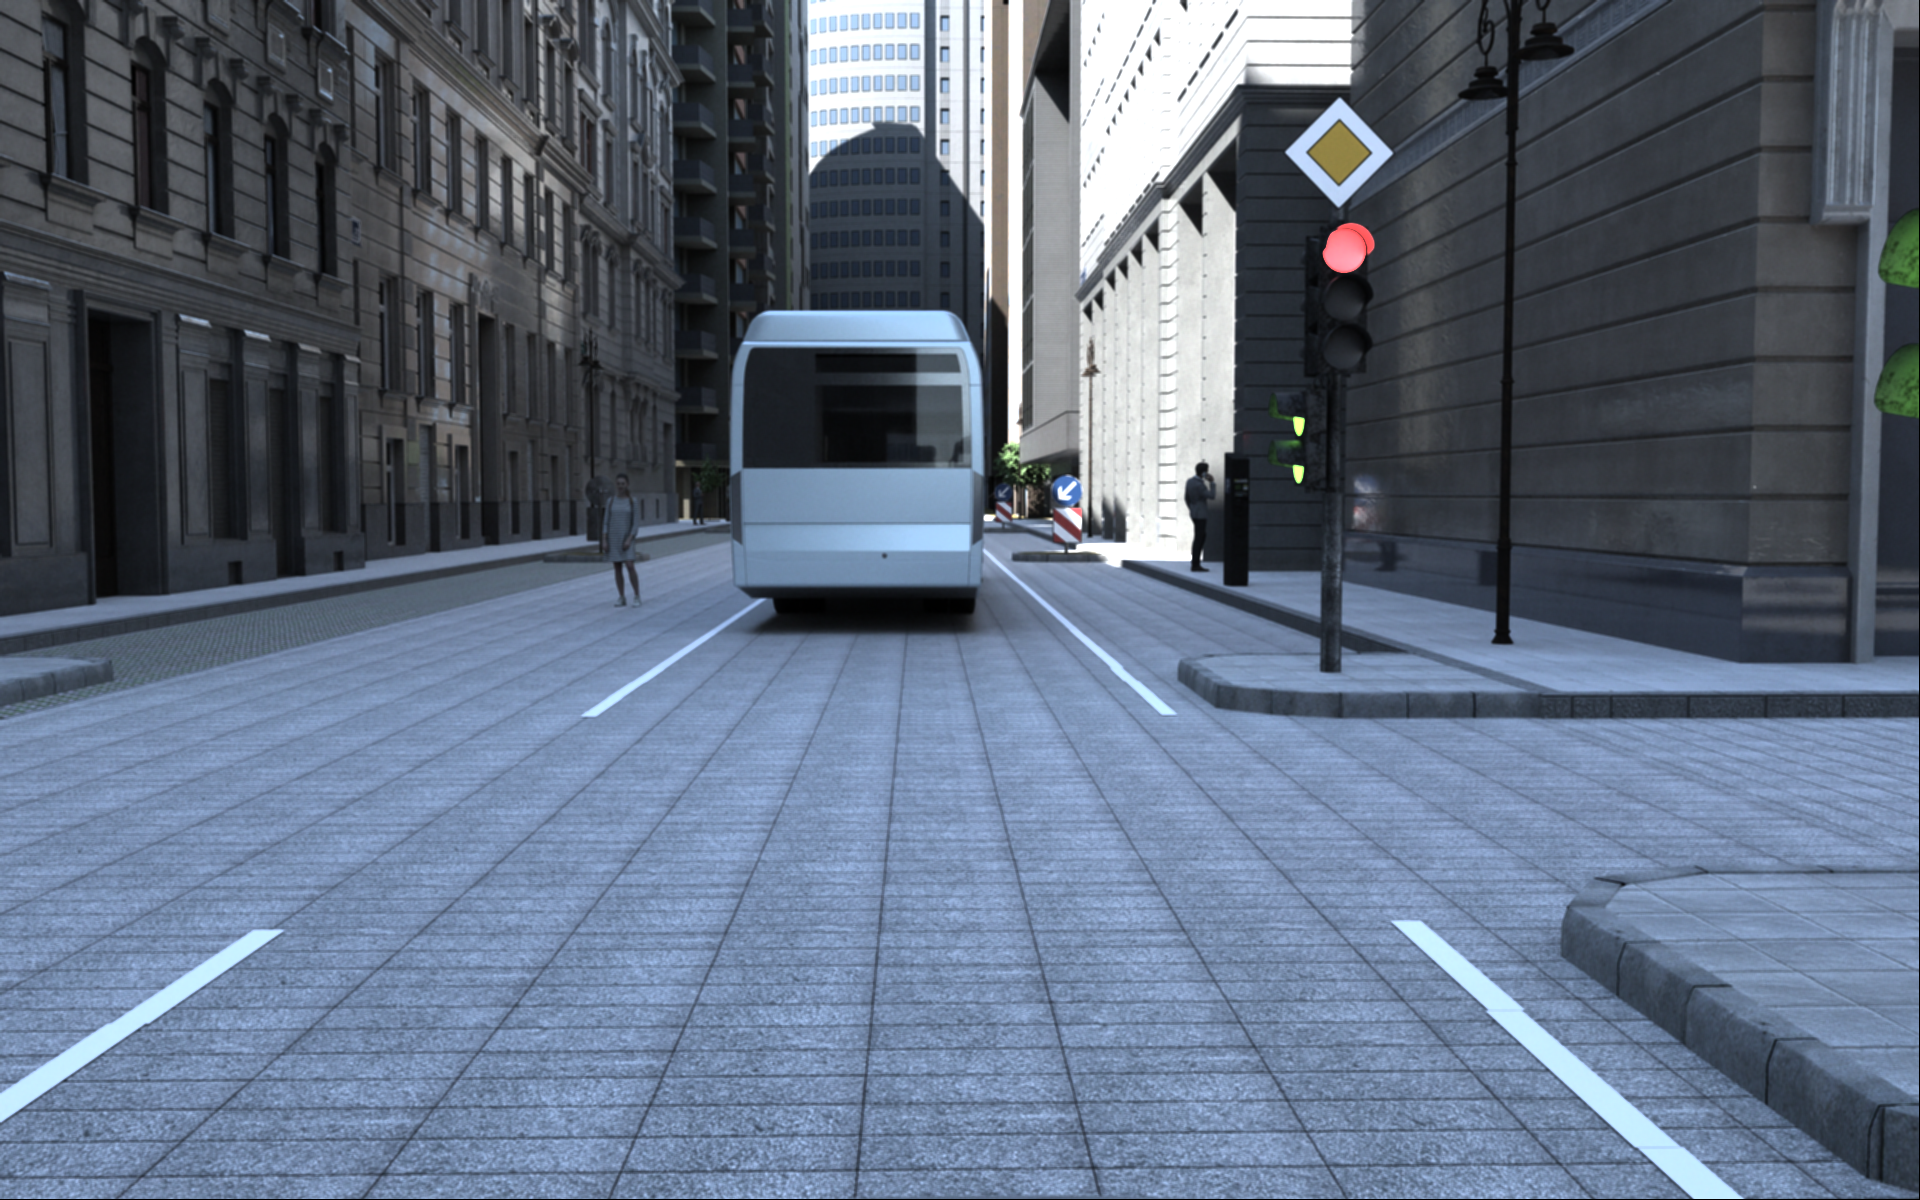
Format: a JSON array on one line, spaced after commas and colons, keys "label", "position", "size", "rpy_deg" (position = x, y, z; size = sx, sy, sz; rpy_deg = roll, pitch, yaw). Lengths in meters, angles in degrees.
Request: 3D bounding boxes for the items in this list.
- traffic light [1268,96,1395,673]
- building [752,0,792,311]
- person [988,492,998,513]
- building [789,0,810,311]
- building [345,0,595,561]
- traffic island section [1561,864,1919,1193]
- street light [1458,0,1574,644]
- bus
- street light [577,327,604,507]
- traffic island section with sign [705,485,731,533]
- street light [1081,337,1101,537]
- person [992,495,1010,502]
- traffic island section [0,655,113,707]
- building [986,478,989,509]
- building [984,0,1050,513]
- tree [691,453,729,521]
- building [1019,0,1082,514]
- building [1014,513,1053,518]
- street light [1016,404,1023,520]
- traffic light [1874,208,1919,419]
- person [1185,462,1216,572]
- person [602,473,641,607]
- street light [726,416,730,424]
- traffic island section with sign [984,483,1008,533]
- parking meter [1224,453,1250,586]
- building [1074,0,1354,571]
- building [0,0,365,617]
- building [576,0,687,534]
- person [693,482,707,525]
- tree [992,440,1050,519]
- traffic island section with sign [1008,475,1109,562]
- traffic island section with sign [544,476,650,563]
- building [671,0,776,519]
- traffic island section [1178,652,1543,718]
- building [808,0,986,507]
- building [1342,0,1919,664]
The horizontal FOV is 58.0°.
[{"label": "traffic light", "position": [2.658, -1.436, 12.400], "size": [0.839, 4.253, 0.868], "rpy_deg": [0, 4, -1]}, {"label": "building", "position": [-19.534, -26.883, 123.136], "size": [14.154, 41.232, 14.086], "rpy_deg": [0, 4, -1]}, {"label": "person", "position": [2.447, -6.854, 118.812], "size": [1.217, 1.736, 0.721], "rpy_deg": [2, 4, 30]}, {"label": "building", "position": [-26.696, -34.172, 147.944], "size": [27.495, 52.752, 28.713], "rpy_deg": [0, 4, -1]}, {"label": "building", "position": [-17.197, -14.950, 41.691], "size": [12.463, 27.353, 25.104], "rpy_deg": [0, 4, -1]}, {"label": "traffic island section", "position": [2.884, 1.086, 4.532], "size": [2.009, 0.180, 2.903], "rpy_deg": [0, 4, -1]}, {"label": "street light", "position": [4.656, -2.563, 14.691], "size": [0.468, 5.910, 1.993], "rpy_deg": [0, 4, -1]}, {"label": "bus", "position": [-1.019, -1.784, 24.025], "size": [2.948, 3.499, 13.247], "rpy_deg": [0, 4, 0]}, {"label": "street light", "position": [-10.222, -4.607, 48.105], "size": [0.468, 5.910, 1.993], "rpy_deg": [0, 4, -1]}, {"label": "traffic island section with sign", "position": [-8.309, -3.380, 63.887], "size": [1.989, 1.847, 2.006], "rpy_deg": [0, 4, -1]}, {"label": "street light", "position": [3.847, -4.790, 51.099], "size": [0.468, 5.910, 1.993], "rpy_deg": [0, 4, -1]}, {"label": "person", "position": [2.694, -6.586, 114.447], "size": [1.217, 1.735, 0.721], "rpy_deg": [1, 4, 19]}, {"label": "traffic island section", "position": [-7.440, 0.611, 12.285], "size": [2.009, 0.180, 2.903], "rpy_deg": [0, 4, -1]}, {"label": "building", "position": [9.312, -23.533, 156.467], "size": [14.160, 30.474, 14.107], "rpy_deg": [0, 4, -1]}, {"label": "building", "position": [9.173, -30.078, 141.880], "size": [14.600, 45.320, 14.200], "rpy_deg": [0, 4, -1]}, {"label": "tree", "position": [-11.944, -5.322, 81.623], "size": [1.663, 3.219, 1.824], "rpy_deg": [0, 3, 0]}, {"label": "building", "position": [10.428, -15.520, 72.812], "size": [14.314, 24.678, 30.058], "rpy_deg": [0, 4, -1]}, {"label": "building", "position": [10.043, -27.464, 99.145], "size": [14.600, 45.320, 14.200], "rpy_deg": [0, 4, -1]}, {"label": "street light", "position": [3.009, -6.982, 86.940], "size": [0.468, 5.910, 1.993], "rpy_deg": [0, 4, -1]}, {"label": "traffic light", "position": [2.844, -0.948, 4.417], "size": [0.839, 4.253, 0.868], "rpy_deg": [0, 4, -1]}, {"label": "person", "position": [3.989, -1.377, 28.746], "size": [0.473, 1.802, 0.592], "rpy_deg": [0, 4, -1]}, {"label": "person", "position": [-4.311, -0.773, 22.150], "size": [0.512, 1.701, 0.522], "rpy_deg": [0, 4, 3]}, {"label": "street light", "position": [-11.031, -6.800, 83.966], "size": [0.468, 5.910, 1.993], "rpy_deg": [0, 4, -1]}, {"label": "traffic island section with sign", "position": [1.482, -3.423, 64.587], "size": [1.989, 1.847, 2.006], "rpy_deg": [0, 4, -1]}, {"label": "parking meter", "position": [3.863, -1.131, 24.199], "size": [0.255, 1.863, 0.399], "rpy_deg": [-1, 4, -10]}, {"label": "building", "position": [9.721, -16.220, 42.696], "size": [11.434, 29.767, 29.804], "rpy_deg": [0, 4, -1]}, {"label": "building", "position": [-14.756, -10.467, 20.290], "size": [9.793, 20.994, 18.267], "rpy_deg": [0, 4, -1]}, {"label": "building", "position": [-18.620, -17.035, 65.912], "size": [14.401, 28.519, 23.554], "rpy_deg": [0, 4, -1]}, {"label": "person", "position": [-10.830, -4.031, 72.128], "size": [0.590, 1.801, 0.661], "rpy_deg": [1, 4, 20]}, {"label": "tree", "position": [3.400, -6.583, 91.342], "size": [4.285, 4.588, 4.351], "rpy_deg": [0, 3, 0]}, {"label": "traffic island section with sign", "position": [2.134, -1.757, 37.348], "size": [1.989, 1.847, 2.006], "rpy_deg": [0, 4, -1]}, {"label": "traffic island section with sign", "position": [-7.692, -1.732, 36.939], "size": [1.989, 1.847, 2.006], "rpy_deg": [0, 4, -1]}, {"label": "building", "position": [-22.516, -27.306, 101.076], "size": [22.147, 44.769, 28.867], "rpy_deg": [0, 4, -1]}, {"label": "traffic island section", "position": [2.699, 0.597, 12.515], "size": [2.009, 0.180, 2.903], "rpy_deg": [0, 4, -1]}, {"label": "building", "position": [-5.711, -39.073, 180.848], "size": [28.212, 58.520, 21.231], "rpy_deg": [0, 4, -1]}, {"label": "building", "position": [15.487, -14.237, 18.677], "size": [20.117, 28.700, 13.634], "rpy_deg": [0, 4, -1]}]
